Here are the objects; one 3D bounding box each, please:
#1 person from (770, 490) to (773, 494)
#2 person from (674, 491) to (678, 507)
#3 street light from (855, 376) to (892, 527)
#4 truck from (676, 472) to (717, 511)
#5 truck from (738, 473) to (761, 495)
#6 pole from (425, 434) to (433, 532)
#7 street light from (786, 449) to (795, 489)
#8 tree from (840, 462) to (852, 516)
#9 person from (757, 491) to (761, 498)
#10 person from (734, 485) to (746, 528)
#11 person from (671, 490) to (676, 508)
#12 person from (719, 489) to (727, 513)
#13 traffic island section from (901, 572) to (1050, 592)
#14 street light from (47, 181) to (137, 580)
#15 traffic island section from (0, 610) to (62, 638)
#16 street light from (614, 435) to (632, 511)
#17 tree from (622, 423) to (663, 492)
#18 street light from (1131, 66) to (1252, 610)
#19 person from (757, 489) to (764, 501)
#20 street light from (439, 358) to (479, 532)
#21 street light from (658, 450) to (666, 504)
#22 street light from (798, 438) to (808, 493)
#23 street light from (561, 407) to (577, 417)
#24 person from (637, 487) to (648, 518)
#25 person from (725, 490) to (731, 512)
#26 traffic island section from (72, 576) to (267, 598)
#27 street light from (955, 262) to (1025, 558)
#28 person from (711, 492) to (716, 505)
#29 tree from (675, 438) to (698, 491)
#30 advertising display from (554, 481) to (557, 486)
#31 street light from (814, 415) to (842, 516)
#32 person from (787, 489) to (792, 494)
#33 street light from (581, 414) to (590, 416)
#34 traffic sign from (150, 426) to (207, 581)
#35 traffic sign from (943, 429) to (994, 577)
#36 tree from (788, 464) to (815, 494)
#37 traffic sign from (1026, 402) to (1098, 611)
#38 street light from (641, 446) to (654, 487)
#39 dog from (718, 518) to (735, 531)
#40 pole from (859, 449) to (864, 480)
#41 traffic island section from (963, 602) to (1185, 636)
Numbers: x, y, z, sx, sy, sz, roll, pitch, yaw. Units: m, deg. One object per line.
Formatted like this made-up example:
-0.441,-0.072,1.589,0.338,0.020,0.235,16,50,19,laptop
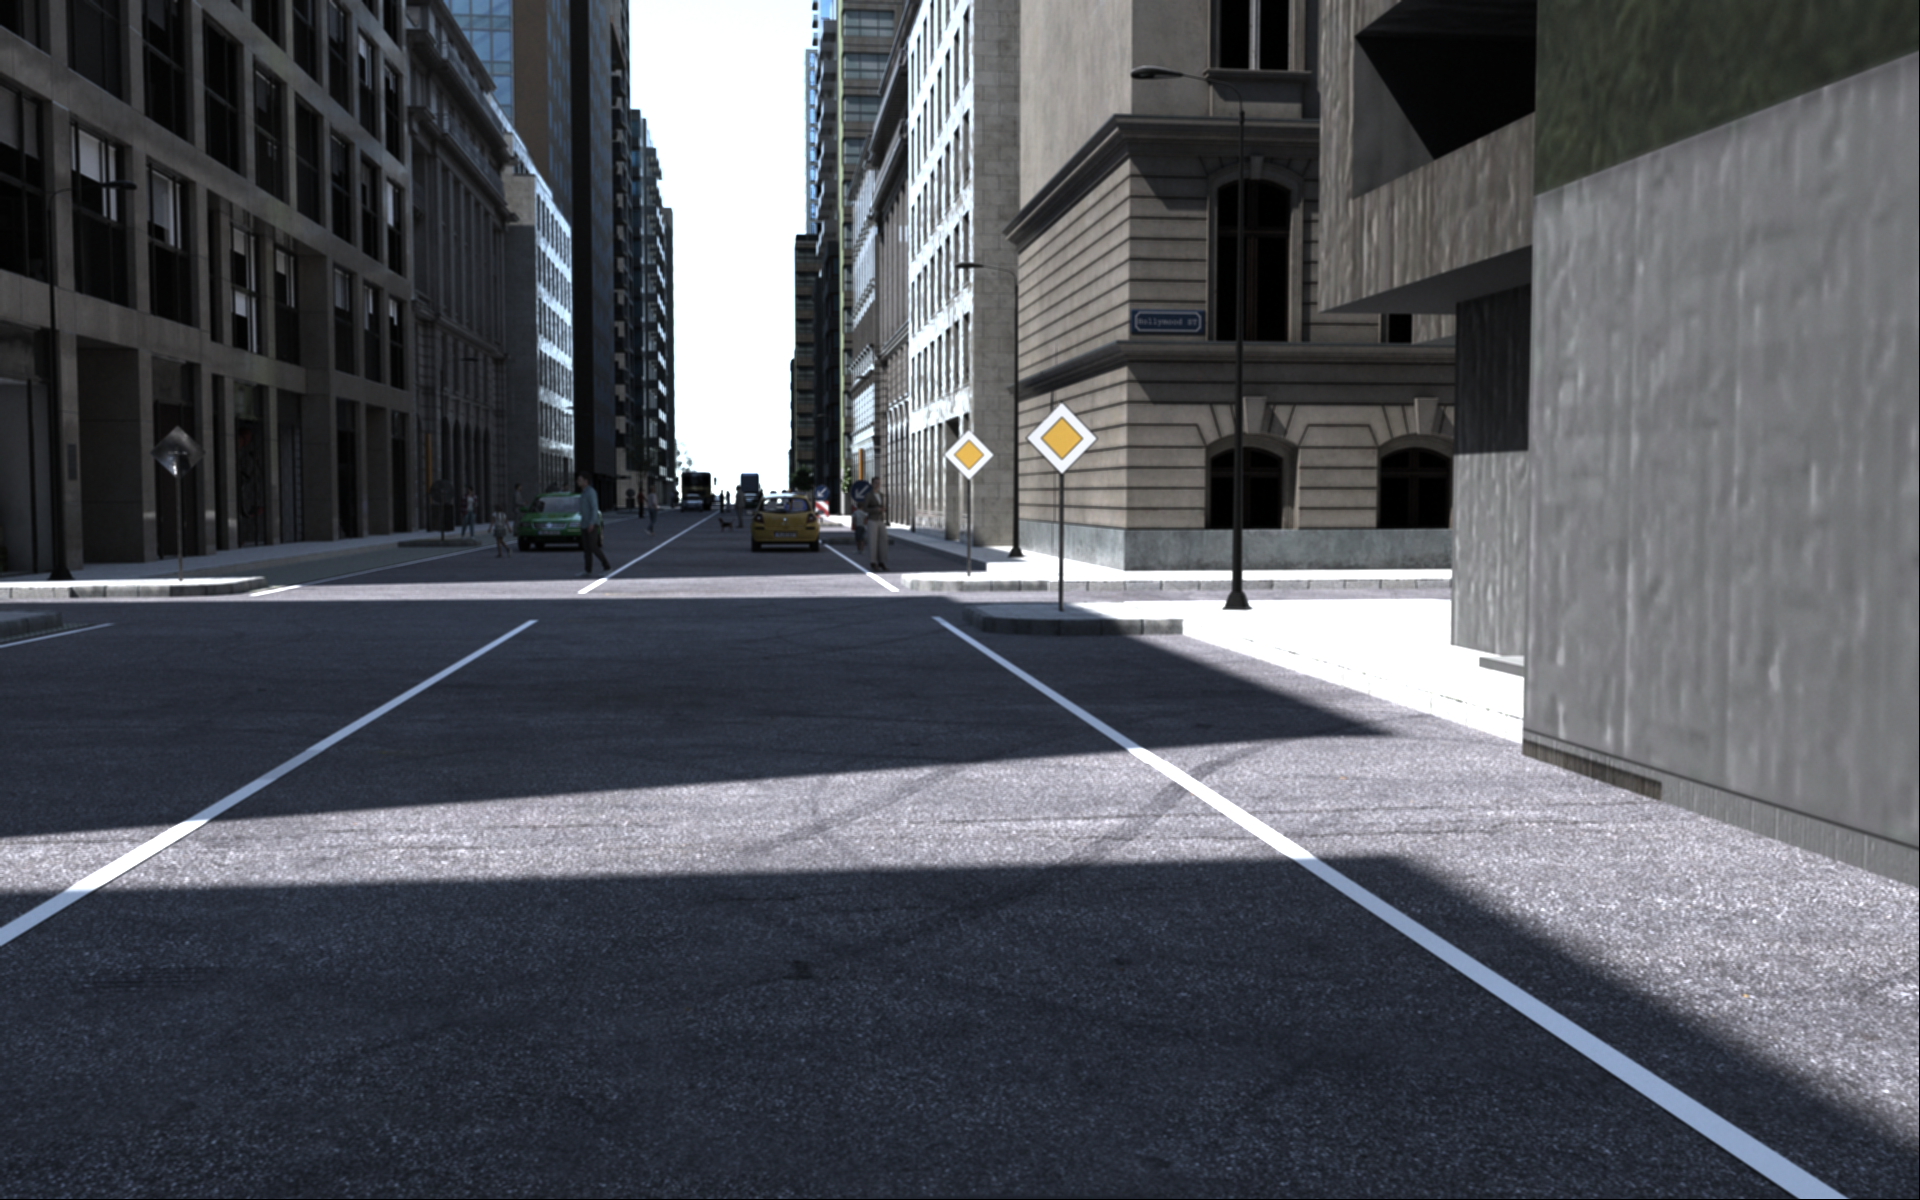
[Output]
-19.163,-10.345,177.506,0.599,1.838,0.709,2,4,27,person
-30.974,-10.944,188.227,0.721,1.735,1.217,-3,4,-36,person
-3.409,-5.845,68.110,1.470,5.913,1.316,0,4,-7,street light
-23.146,-9.547,152.019,3.469,3.379,9.791,-1,4,-9,truck
-25.683,-13.625,212.529,2.967,4.110,18.799,0,4,-8,truck
-17.926,-3.953,58.467,0.158,3.312,0.155,0,3,0,pole
-16.859,-12.540,177.571,1.470,5.913,1.316,0,4,-7,street light
-6.700,-6.682,103.845,1.663,3.219,1.824,0,3,0,tree
-19.997,-9.957,172.031,0.721,1.736,1.217,2,4,35,person
-9.438,-4.011,74.180,0.391,1.810,0.635,1,4,17,person
-28.919,-10.195,175.053,0.599,1.838,0.709,0,4,5,person
-18.288,-7.628,133.350,0.705,1.807,1.348,1,4,13,person
0.157,-0.284,26.928,2.009,0.180,2.903,0,4,-7,traffic island section
-12.900,-3.256,25.769,1.470,5.913,1.316,0,4,-7,street light
-10.528,0.287,17.586,2.009,0.180,2.903,0,4,-7,traffic island section
-26.307,-9.946,135.154,1.470,5.913,1.316,0,4,-7,street light
-32.505,-13.847,176.759,4.360,8.622,3.978,0,3,0,tree
2.547,-2.844,19.049,1.470,5.913,1.316,0,4,-7,street light
-14.308,-7.108,124.677,0.705,1.831,1.348,-2,4,-27,person
-17.064,-5.287,58.988,1.470,5.913,1.316,0,4,-7,street light
-32.279,-12.910,183.622,1.470,5.913,1.316,0,4,-7,street light
-12.740,-10.487,144.009,1.470,5.913,1.316,0,4,-7,street light
-21.167,-7.320,92.215,1.470,5.913,1.316,0,4,-7,street light
-18.893,-5.771,102.794,0.705,1.831,1.348,1,4,15,person
-18.578,-7.917,138.614,0.621,1.740,0.551,-3,4,-36,person
-11.498,-0.198,25.512,2.009,0.180,2.903,0,4,-7,traffic island section
0.598,-3.812,34.871,1.470,5.913,1.316,0,4,-7,street light
-31.298,-12.863,219.368,0.990,1.755,0.434,2,4,28,person
-42.520,-19.800,258.139,7.601,10.594,8.767,0,4,1,tree
-20.698,-5.105,88.678,0.123,1.923,0.974,-1,4,-15,advertising display
-7.626,-7.892,101.571,1.470,5.913,1.316,0,4,-7,street light
-10.473,-6.035,107.687,0.721,1.766,1.217,-1,4,-14,person
-22.241,-7.862,101.084,1.470,5.913,1.316,0,4,-7,street light
-11.475,-1.334,25.453,0.795,2.450,0.064,0,4,-7,traffic sign
0.135,-1.419,26.848,0.795,2.450,0.064,0,4,-7,traffic sign
-16.552,-12.288,184.620,4.285,4.588,4.351,0,3,0,tree
1.105,-0.935,18.922,0.795,2.450,0.064,0,4,-7,traffic sign
-30.423,-11.978,168.379,1.470,5.913,1.316,0,4,-7,street light
-8.985,-2.893,66.590,0.540,0.507,0.406,-2,4,-28,dog
-4.417,-5.122,77.582,0.158,3.312,0.155,0,3,0,pole
1.128,0.201,19.002,2.009,0.180,2.903,0,4,-7,traffic island section
